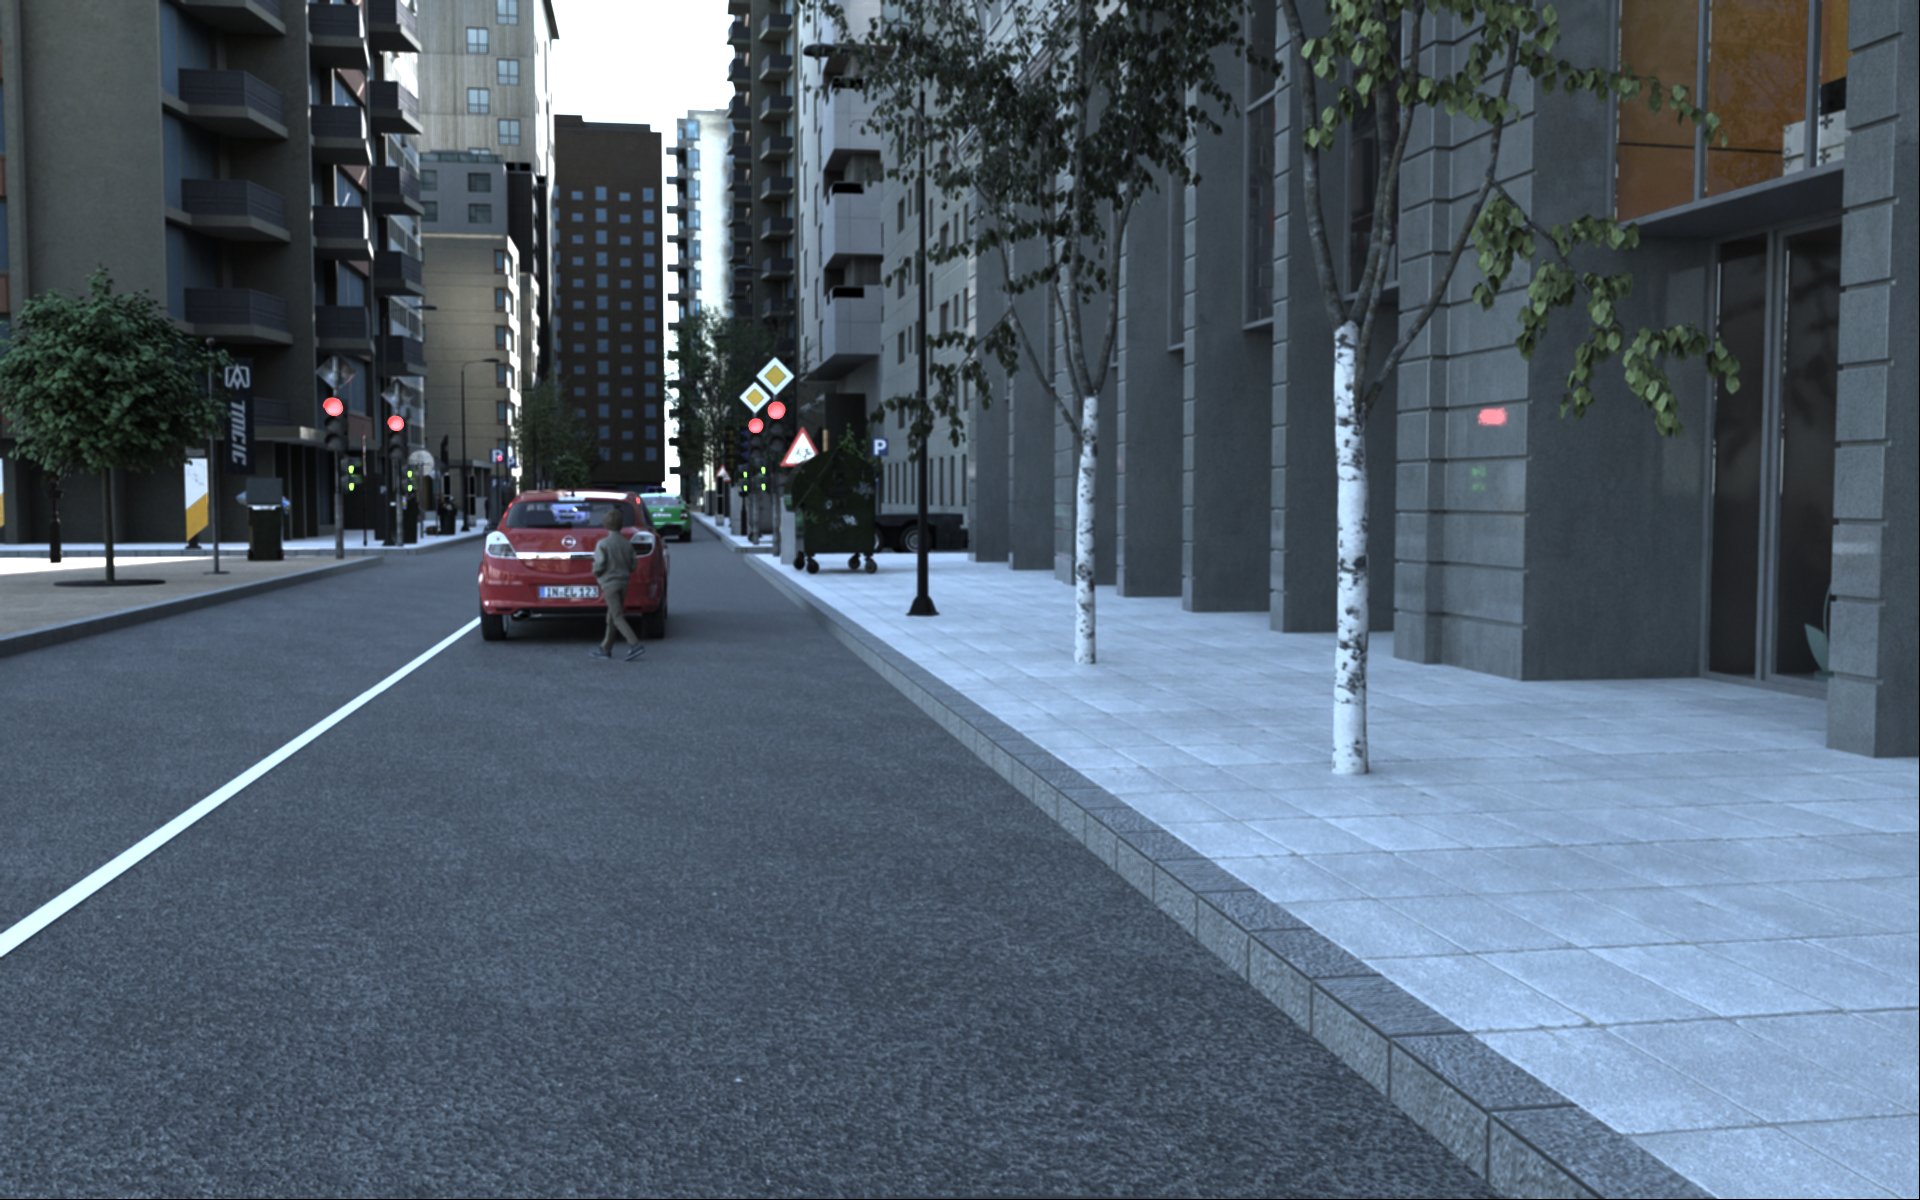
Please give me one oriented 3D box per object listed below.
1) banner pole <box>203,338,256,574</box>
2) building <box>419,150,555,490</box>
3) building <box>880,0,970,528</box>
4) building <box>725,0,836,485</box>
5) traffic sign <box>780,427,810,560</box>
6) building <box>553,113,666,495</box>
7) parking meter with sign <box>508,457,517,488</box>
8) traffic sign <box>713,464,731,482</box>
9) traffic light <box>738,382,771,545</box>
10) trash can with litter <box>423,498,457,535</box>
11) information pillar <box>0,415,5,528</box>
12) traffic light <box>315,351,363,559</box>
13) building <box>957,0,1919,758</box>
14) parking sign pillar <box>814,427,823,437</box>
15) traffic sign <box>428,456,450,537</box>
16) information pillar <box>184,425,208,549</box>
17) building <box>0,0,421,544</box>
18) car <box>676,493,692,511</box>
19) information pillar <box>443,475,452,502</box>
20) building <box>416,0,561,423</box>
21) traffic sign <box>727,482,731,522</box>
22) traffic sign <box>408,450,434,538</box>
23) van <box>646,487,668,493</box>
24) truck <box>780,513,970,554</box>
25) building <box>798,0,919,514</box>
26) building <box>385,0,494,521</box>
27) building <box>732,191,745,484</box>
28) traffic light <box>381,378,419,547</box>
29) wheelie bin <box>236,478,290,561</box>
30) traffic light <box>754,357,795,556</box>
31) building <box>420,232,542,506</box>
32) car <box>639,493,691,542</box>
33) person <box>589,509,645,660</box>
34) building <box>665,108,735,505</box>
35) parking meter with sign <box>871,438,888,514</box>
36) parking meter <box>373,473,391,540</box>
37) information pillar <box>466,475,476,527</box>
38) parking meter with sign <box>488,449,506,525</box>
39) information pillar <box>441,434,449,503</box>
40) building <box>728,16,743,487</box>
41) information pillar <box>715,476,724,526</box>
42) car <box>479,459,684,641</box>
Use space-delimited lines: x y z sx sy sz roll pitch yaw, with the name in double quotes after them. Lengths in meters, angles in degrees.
-11.794 -2.320 27.941 0.863 3.779 0.401 -2 4 -29 "banner pole"
-42.825 -23.111 149.559 14.160 30.474 14.107 -1 4 -10 "building"
13.256 -13.228 61.319 28.899 21.520 27.650 -1 4 -10 "building"
-7.747 -29.816 142.115 22.147 44.769 28.867 -1 4 -10 "building"
-3.035 -2.048 33.495 0.884 2.594 0.081 0 4 -7 "traffic sign"
-42.685 -34.115 207.885 14.200 45.320 14.600 -1 4 -10 "building"
-20.848 -5.108 79.769 0.543 3.016 1.738 0 4 -3 "parking meter with sign"
-10.141 -4.535 74.151 0.884 2.594 0.081 0 4 -8 "traffic sign"
-5.148 -3.334 43.437 0.839 4.253 0.868 -1 4 -10 "traffic light"
-16.243 -2.611 54.071 1.055 1.170 0.624 1 4 10 "trash can with litter"
-22.572 -2.995 40.319 0.504 3.616 0.183 -1 4 -20 "information pillar"
-12.238 -2.764 34.112 0.839 4.253 0.868 -1 4 -10 "traffic light"
7.937 -14.768 18.947 11.434 29.767 29.804 -1 4 -10 "building"
-5.758 -5.007 70.337 1.447 3.967 1.447 -2 4 -27 "parking sign pillar"
-15.794 -3.124 52.266 0.795 2.450 0.064 0 4 -7 "traffic sign"
-17.819 -2.997 40.354 0.504 3.616 0.183 -1 4 -16 "information pillar"
-29.785 -24.508 55.333 22.147 44.769 28.867 -1 4 -10 "building"
-14.558 -4.762 86.893 2.155 1.783 4.494 0 4 -8 "car"
-19.374 -3.730 65.480 0.304 2.012 0.304 -1 4 -14 "information pillar"
-53.796 -35.524 170.058 27.495 52.752 28.713 -1 4 -10 "building"
-10.700 -4.923 80.604 0.768 2.556 0.104 0 4 -8 "traffic sign"
-15.565 -3.053 50.030 0.768 2.556 0.104 0 4 -1 "traffic sign"
-25.722 -8.718 146.931 2.240 2.365 5.245 -1 4 -11 "van"
5.217 -3.105 40.529 18.799 4.110 2.967 -1 4 -9 "truck"
4.844 -31.401 102.648 28.713 52.752 27.495 -1 4 -10 "building"
-41.196 -24.251 88.390 32.217 40.220 23.993 -1 4 -10 "building"
-14.433 -23.979 163.756 14.160 30.474 14.107 -1 4 -10 "building"
-13.584 -3.245 41.983 0.839 4.253 0.868 -1 4 -10 "traffic light"
-13.432 -1.561 33.427 0.980 1.594 0.693 -1 4 -17 "wheelie bin"
-3.802 -2.853 35.566 0.839 4.253 0.868 -1 4 -10 "traffic light"
-46.110 -17.276 127.499 27.650 21.520 28.899 -1 4 -10 "building"
-9.174 -2.696 52.879 1.959 1.807 4.718 -1 4 -11 "car"
-2.993 -0.135 14.972 0.640 1.303 0.475 2 4 25 "person"
-21.149 -36.476 215.983 30.456 49.044 23.786 -1 4 -10 "building"
-2.827 -3.599 55.111 0.543 3.016 1.738 -1 4 -22 "parking meter with sign"
-16.034 -2.591 48.067 0.399 1.863 0.255 -3 5 -43 "parking meter"
-19.186 -3.878 67.895 0.304 2.012 0.304 -3 5 -43 "information pillar"
-18.157 -4.368 67.672 0.543 3.016 1.738 -1 4 -21 "parking meter with sign"
-20.141 -4.673 67.758 0.183 3.616 0.504 0 4 8 "information pillar"
-15.009 -45.394 180.439 20.563 71.187 20.611 -1 4 -10 "building"
-9.742 -4.019 70.207 0.304 2.012 0.304 -1 4 -17 "information pillar"
-4.043 -0.580 18.528 2.155 1.783 4.494 -1 4 -9 "car"
